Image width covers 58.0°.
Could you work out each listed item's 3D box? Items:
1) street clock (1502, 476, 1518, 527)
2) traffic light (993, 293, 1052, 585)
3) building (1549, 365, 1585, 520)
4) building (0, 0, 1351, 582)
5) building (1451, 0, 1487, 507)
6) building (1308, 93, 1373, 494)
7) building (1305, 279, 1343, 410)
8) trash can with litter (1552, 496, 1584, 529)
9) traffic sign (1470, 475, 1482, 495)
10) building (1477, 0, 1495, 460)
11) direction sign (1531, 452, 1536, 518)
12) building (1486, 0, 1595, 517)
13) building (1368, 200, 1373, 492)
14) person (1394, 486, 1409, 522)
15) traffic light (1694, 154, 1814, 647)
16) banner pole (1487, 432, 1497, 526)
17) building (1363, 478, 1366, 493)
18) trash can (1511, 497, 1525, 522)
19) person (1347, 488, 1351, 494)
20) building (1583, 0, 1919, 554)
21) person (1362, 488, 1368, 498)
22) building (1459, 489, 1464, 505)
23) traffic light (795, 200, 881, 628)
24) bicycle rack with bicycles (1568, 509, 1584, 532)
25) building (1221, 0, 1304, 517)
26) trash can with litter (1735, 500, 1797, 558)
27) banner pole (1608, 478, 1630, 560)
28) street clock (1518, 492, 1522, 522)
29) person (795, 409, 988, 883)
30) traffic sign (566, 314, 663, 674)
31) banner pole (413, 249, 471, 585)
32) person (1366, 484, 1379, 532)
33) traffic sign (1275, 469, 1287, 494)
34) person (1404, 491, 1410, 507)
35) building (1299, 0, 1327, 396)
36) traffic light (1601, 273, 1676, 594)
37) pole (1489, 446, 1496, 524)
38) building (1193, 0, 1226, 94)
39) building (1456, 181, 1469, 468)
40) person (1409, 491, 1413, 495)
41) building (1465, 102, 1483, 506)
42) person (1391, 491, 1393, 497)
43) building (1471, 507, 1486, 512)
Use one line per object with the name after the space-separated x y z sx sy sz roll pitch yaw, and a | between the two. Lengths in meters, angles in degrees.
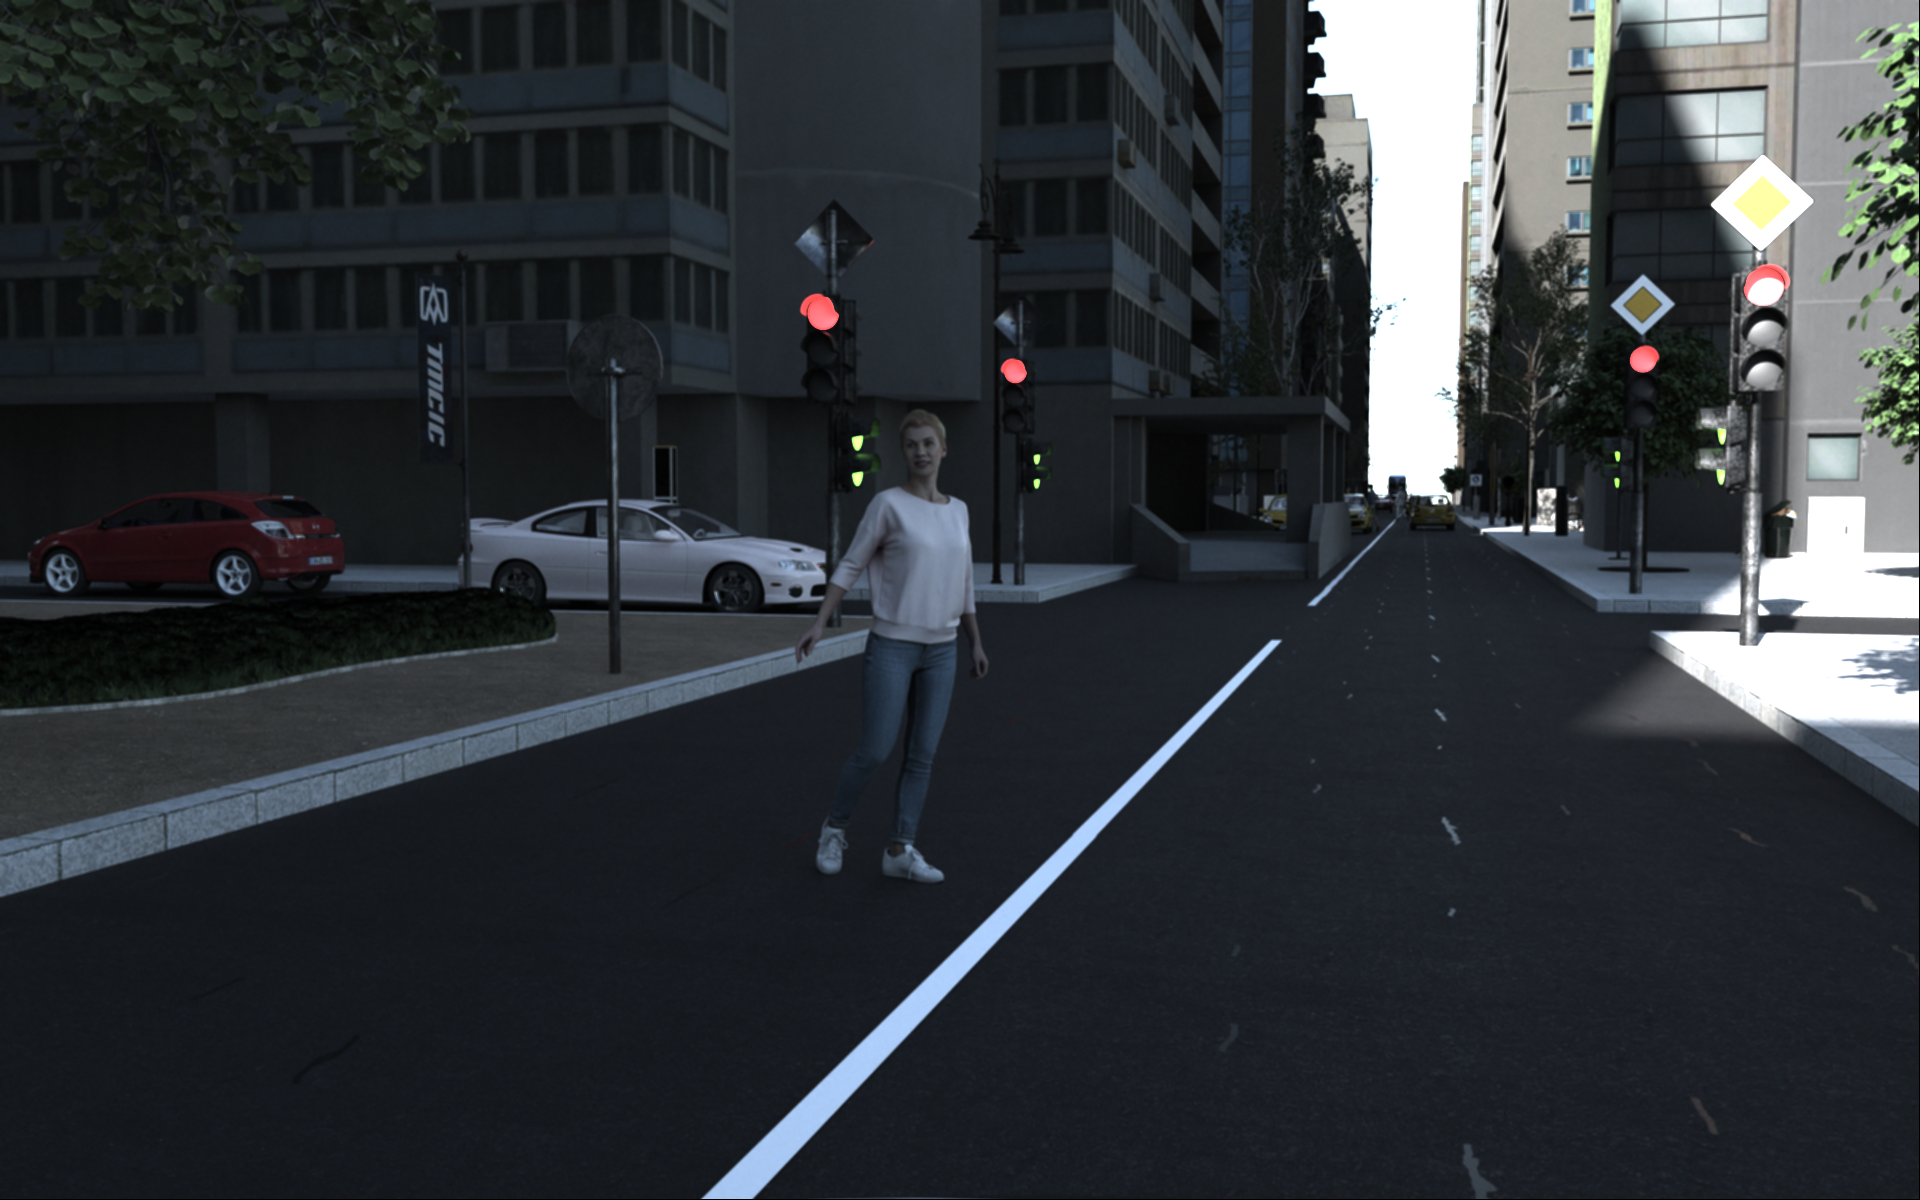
21.665 -3.904 68.408 0.471 2.002 0.358 1 4 22 | street clock
0.851 -2.164 24.295 0.839 4.253 0.868 1 4 15 | traffic light
38.938 -46.574 74.164 22.319 86.520 31.000 1 4 15 | building
-7.758 -21.212 38.704 32.217 40.220 23.993 1 4 15 | building
74.023 -47.875 221.005 20.563 71.187 20.611 1 4 15 | building
39.859 -36.189 215.389 21.300 48.544 21.600 1 4 15 | building
19.788 -19.066 156.767 27.650 21.520 28.899 1 4 15 | building
22.836 -3.201 63.388 2.233 1.210 1.678 1 4 18 | trash can with litter
26.906 -5.395 90.340 0.606 2.300 0.079 2 4 24 | traffic sign
55.964 -37.145 149.324 21.231 58.520 28.212 1 4 15 | building
30.830 -6.207 93.485 0.379 3.537 0.876 -1 4 -10 | direction sign
43.875 -29.445 105.131 21.300 48.544 21.600 1 4 15 | building
47.614 -33.541 231.983 14.154 41.232 14.086 1 4 15 | building
22.659 -4.922 88.855 0.818 1.842 0.514 3 4 36 | person
6.640 -1.565 14.514 0.839 4.253 0.868 1 4 15 | traffic light
21.646 -4.909 70.287 0.401 3.779 0.863 1 4 23 | banner pole
29.155 -30.756 194.735 32.217 40.220 23.993 1 4 15 | building
25.414 -4.100 78.687 0.748 1.137 0.748 0 3 0 | trash can
19.736 -4.814 87.886 0.598 1.740 0.731 -3 5 -41 | person
22.919 -21.934 42.215 14.154 41.232 14.086 1 4 15 | building
28.977 -7.037 123.521 1.348 1.831 0.705 -1 4 -17 | person
74.501 -30.986 198.496 32.217 40.220 23.993 1 4 15 | building
-1.203 -1.692 16.578 0.839 4.253 0.868 1 4 15 | traffic light
22.199 -2.813 59.370 2.925 0.926 2.852 2 4 34 | bicycle rack with bicycles
13.365 -27.857 105.574 14.600 45.320 14.200 1 4 15 | building
16.159 -1.428 34.737 1.055 1.170 0.624 1 4 15 | trash can with litter
12.940 -2.698 34.134 0.401 3.779 0.863 0 4 1 | banner pole
25.033 -4.478 77.784 0.358 2.002 0.471 2 4 27 | street clock
-0.322 0.167 6.447 0.598 1.740 0.731 3 5 44 | person
-2.469 -0.747 12.320 0.768 2.556 0.104 1 4 18 | traffic sign
-5.202 -1.687 17.604 0.401 3.779 0.863 2 4 29 | banner pole
15.670 -3.509 65.901 0.581 1.822 0.654 -2 4 -27 | person
13.258 -4.227 71.237 0.606 2.300 0.079 1 4 19 | traffic sign
48.219 -10.902 187.454 1.217 1.736 0.721 -1 4 -9 | person
15.173 -28.919 127.452 22.147 44.769 28.867 1 4 15 | building
8.695 -2.037 22.231 0.839 4.253 0.868 1 4 15 | traffic light
22.562 -4.865 73.382 0.158 3.312 0.155 0 3 0 | pole
-1.203 -27.258 69.366 21.300 48.544 21.600 1 4 15 | building
76.109 -36.031 239.217 14.600 45.320 14.200 1 4 15 | building
58.312 -13.165 223.765 1.348 1.821 0.705 2 4 27 | person
60.686 -30.512 182.466 14.154 41.232 14.086 1 4 15 | building
50.335 -11.796 202.072 0.721 1.735 1.217 0 4 -3 | person
48.496 -42.022 125.319 20.563 71.187 20.611 1 4 15 | building
